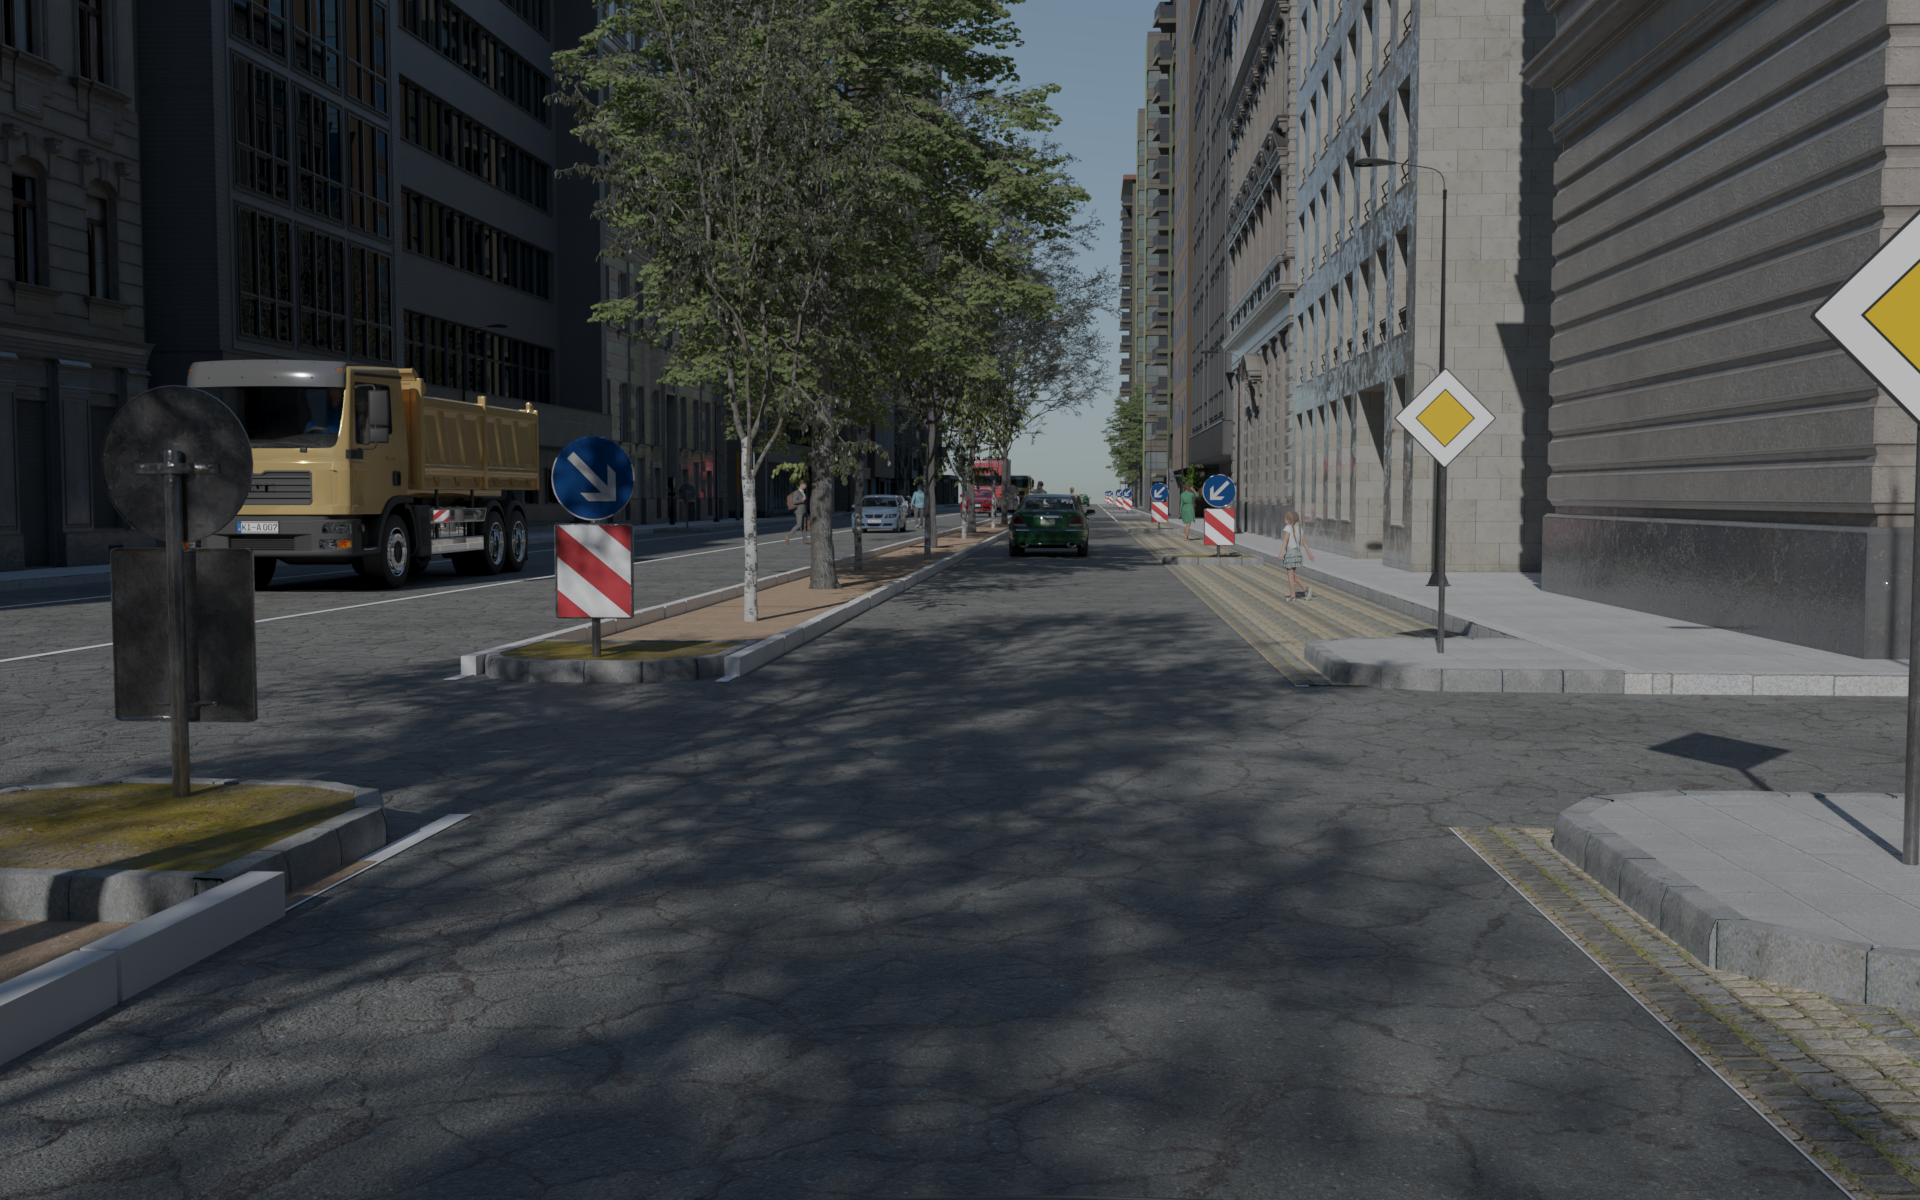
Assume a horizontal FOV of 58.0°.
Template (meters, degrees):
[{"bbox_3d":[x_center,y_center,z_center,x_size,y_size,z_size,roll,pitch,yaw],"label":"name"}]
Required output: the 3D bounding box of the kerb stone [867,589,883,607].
[{"bbox_3d":[-1.148,-0.006,22.290,0.120,0.150,1.000,0,4,4],"label":"kerb stone"}]

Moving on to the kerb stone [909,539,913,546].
[{"bbox_3d":[-1.449,-1.514,46.957,0.120,0.150,1.000,0,4,4],"label":"kerb stone"}]

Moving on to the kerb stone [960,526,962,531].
[{"bbox_3d":[-0.105,-2.640,65.365,0.120,0.150,1.000,0,4,4],"label":"kerb stone"}]

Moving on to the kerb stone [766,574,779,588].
[{"bbox_3d":[-2.958,-0.264,26.506,0.120,0.150,1.000,0,4,4],"label":"kerb stone"}]

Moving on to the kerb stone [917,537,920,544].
[{"bbox_3d":[-1.309,-1.640,49.011,0.120,0.150,1.000,0,4,4],"label":"kerb stone"}]

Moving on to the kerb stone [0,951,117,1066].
[{"bbox_3d":[-2.463,1.090,4.368,0.120,0.150,1.000,0,4,4],"label":"kerb stone"}]

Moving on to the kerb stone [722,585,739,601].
[{"bbox_3d":[-3.177,-0.075,23.428,0.120,0.150,1.000,0,4,4],"label":"kerb stone"}]

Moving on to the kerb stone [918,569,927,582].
[{"bbox_3d":[-0.695,-0.377,28.419,0.120,0.150,1.000,0,4,4],"label":"kerb stone"}]

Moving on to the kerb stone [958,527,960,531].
[{"bbox_3d":[-0.191,-2.577,64.337,0.120,0.150,1.000,0,4,4],"label":"kerb stone"}]

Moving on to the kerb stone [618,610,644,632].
[{"bbox_3d":[-3.554,0.238,18.306,0.120,0.150,1.000,0,4,4],"label":"kerb stone"}]

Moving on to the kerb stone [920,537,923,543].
[{"bbox_3d":[-1.238,-1.702,50.031,0.120,0.150,1.000,0,4,4],"label":"kerb stone"}]

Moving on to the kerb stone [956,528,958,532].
[{"bbox_3d":[-0.255,-2.512,63.315,0.120,0.150,1.000,0,4,4],"label":"kerb stone"}]

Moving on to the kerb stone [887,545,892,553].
[{"bbox_3d":[-1.828,-1.202,41.856,0.120,0.150,1.000,0,4,4],"label":"kerb stone"}]

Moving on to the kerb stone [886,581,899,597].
[{"bbox_3d":[-1.010,-0.127,24.330,0.120,0.150,1.000,0,4,4],"label":"kerb stone"}]

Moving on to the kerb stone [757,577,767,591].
[{"bbox_3d":[-3.022,-0.201,25.478,0.120,0.150,1.000,0,4,4],"label":"kerb stone"}]

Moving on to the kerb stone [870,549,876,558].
[{"bbox_3d":[-2.060,-1.014,38.778,0.120,0.150,1.000,0,4,4],"label":"kerb stone"}]

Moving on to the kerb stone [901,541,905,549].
[{"bbox_3d":[-1.612,-1.389,44.914,0.120,0.150,1.000,0,4,4],"label":"kerb stone"}]

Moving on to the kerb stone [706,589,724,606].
[{"bbox_3d":[-3.253,-0.011,22.409,0.120,0.150,1.000,0,4,4],"label":"kerb stone"}]

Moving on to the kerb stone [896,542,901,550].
[{"bbox_3d":[-1.680,-1.327,43.894,0.120,0.150,1.000,0,4,4],"label":"kerb stone"}]

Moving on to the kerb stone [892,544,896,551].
[{"bbox_3d":[-1.757,-1.265,42.875,0.120,0.150,1.000,0,4,4],"label":"kerb stone"}]

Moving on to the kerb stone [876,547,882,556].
[{"bbox_3d":[-1.978,-1.075,39.796,0.120,0.150,1.000,0,4,4],"label":"kerb stone"}]

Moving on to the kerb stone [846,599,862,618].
[{"bbox_3d":[-1.303,0.128,20.233,0.120,0.150,1.000,0,4,4],"label":"kerb stone"}]

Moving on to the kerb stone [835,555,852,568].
[{"bbox_3d":[-2.350,-0.764,34.683,0.120,0.150,1.000,0,4,4],"label":"kerb stone"}]

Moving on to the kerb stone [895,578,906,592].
[{"bbox_3d":[-0.933,-0.192,25.349,0.120,0.150,1.000,0,4,4],"label":"kerb stone"}]

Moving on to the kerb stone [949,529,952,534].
[{"bbox_3d":[-0.481,-2.326,60.240,0.120,0.150,1.000,0,4,4],"label":"kerb stone"}]

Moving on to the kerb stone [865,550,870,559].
[{"bbox_3d":[-2.131,-0.951,37.749,0.120,0.150,1.000,0,4,4],"label":"kerb stone"}]

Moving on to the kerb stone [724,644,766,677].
[{"bbox_3d":[-1.753,0.496,14.093,0.120,0.150,1.000,0,4,4],"label":"kerb stone"}]

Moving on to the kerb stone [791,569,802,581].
[{"bbox_3d":[-2.795,-0.389,28.553,0.120,0.150,1.000,0,4,4],"label":"kerb stone"}]

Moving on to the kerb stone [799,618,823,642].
[{"bbox_3d":[-1.523,0.312,17.164,0.120,0.150,1.000,0,4,4],"label":"kerb stone"}]

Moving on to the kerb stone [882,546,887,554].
[{"bbox_3d":[-1.906,-1.140,40.834,0.120,0.150,1.000,0,4,4],"label":"kerb stone"}]

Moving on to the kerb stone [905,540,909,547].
[{"bbox_3d":[-1.534,-1.452,45.933,0.120,0.150,1.000,0,4,4],"label":"kerb stone"}]

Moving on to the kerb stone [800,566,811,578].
[{"bbox_3d":[-2.724,-0.451,29.573,0.120,0.150,1.000,0,4,4],"label":"kerb stone"}]

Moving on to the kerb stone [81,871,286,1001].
[{"bbox_3d":[-2.389,1.028,5.389,0.120,0.150,1.000,0,4,4],"label":"kerb stone"}]

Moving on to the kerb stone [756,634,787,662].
[{"bbox_3d":[-1.681,0.436,15.116,0.120,0.150,1.000,0,4,4],"label":"kerb stone"}]

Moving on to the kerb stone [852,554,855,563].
[{"bbox_3d":[-2.276,-0.826,35.703,0.120,0.150,1.000,0,4,4],"label":"kerb stone"}]

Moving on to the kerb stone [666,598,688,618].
[{"bbox_3d":[-3.395,0.115,20.353,0.120,0.150,1.000,0,4,4],"label":"kerb stone"}]

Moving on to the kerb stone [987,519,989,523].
[{"bbox_3d":[1.164,-3.703,82.745,0.120,0.150,1.000,0,4,4],"label":"kerb stone"}]

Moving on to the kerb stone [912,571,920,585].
[{"bbox_3d":[-0.782,-0.318,27.395,0.120,0.150,1.000,0,4,4],"label":"kerb stone"}]

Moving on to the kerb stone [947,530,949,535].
[{"bbox_3d":[-0.559,-2.263,59.217,0.120,0.150,1.000,0,4,4],"label":"kerb stone"}]

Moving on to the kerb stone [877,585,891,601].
[{"bbox_3d":[-1.081,-0.068,23.309,0.120,0.150,1.000,0,4,4],"label":"kerb stone"}]

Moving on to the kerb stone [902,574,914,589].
[{"bbox_3d":[-0.851,-0.252,26.375,0.120,0.150,1.000,0,4,4],"label":"kerb stone"}]

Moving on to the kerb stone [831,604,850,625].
[{"bbox_3d":[-1.377,0.183,19.202,0.120,0.150,1.000,0,4,4],"label":"kerb stone"}]

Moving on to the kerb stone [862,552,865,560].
[{"bbox_3d":[-2.199,-0.889,36.723,0.120,0.150,1.000,0,4,4],"label":"kerb stone"}]

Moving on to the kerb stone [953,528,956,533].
[{"bbox_3d":[-0.328,-2.452,62.290,0.120,0.150,1.000,0,4,4],"label":"kerb stone"}]

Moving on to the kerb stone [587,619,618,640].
[{"bbox_3d":[-3.631,0.301,17.270,0.120,0.150,1.000,0,4,4],"label":"kerb stone"}]

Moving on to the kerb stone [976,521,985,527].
[{"bbox_3d":[0.941,-3.516,79.678,0.120,0.150,1.000,0,4,4],"label":"kerb stone"}]

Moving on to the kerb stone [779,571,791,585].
[{"bbox_3d":[-2.877,-0.326,27.535,0.120,0.150,1.000,0,4,4],"label":"kerb stone"}]

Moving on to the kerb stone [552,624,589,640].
[{"bbox_3d":[-3.704,0.364,16.242,0.120,0.150,1.000,0,4,4],"label":"kerb stone"}]

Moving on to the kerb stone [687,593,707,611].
[{"bbox_3d":[-3.320,0.050,21.382,0.120,0.150,1.000,0,4,4],"label":"kerb stone"}]

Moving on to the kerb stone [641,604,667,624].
[{"bbox_3d":[-3.481,0.175,19.329,0.120,0.150,1.000,0,4,4],"label":"kerb stone"}]

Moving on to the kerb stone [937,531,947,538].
[{"bbox_3d":[-0.633,-2.202,58.198,0.120,0.150,1.000,0,4,4],"label":"kerb stone"}]

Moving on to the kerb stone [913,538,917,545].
[{"bbox_3d":[-1.375,-1.578,47.989,0.120,0.150,1.000,0,4,4],"label":"kerb stone"}]

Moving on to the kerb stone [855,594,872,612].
[{"bbox_3d":[-1.233,0.061,21.260,0.120,0.150,1.000,0,4,4],"label":"kerb stone"}]

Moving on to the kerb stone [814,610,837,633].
[{"bbox_3d":[-1.448,0.245,18.183,0.120,0.150,1.000,0,4,4],"label":"kerb stone"}]

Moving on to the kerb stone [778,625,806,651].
[{"bbox_3d":[-1.603,0.371,16.141,0.120,0.150,1.000,0,4,4],"label":"kerb stone"}]

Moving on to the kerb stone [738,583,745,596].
[{"bbox_3d":[-3.101,-0.138,24.452,0.120,0.150,1.000,0,4,4],"label":"kerb stone"}]
